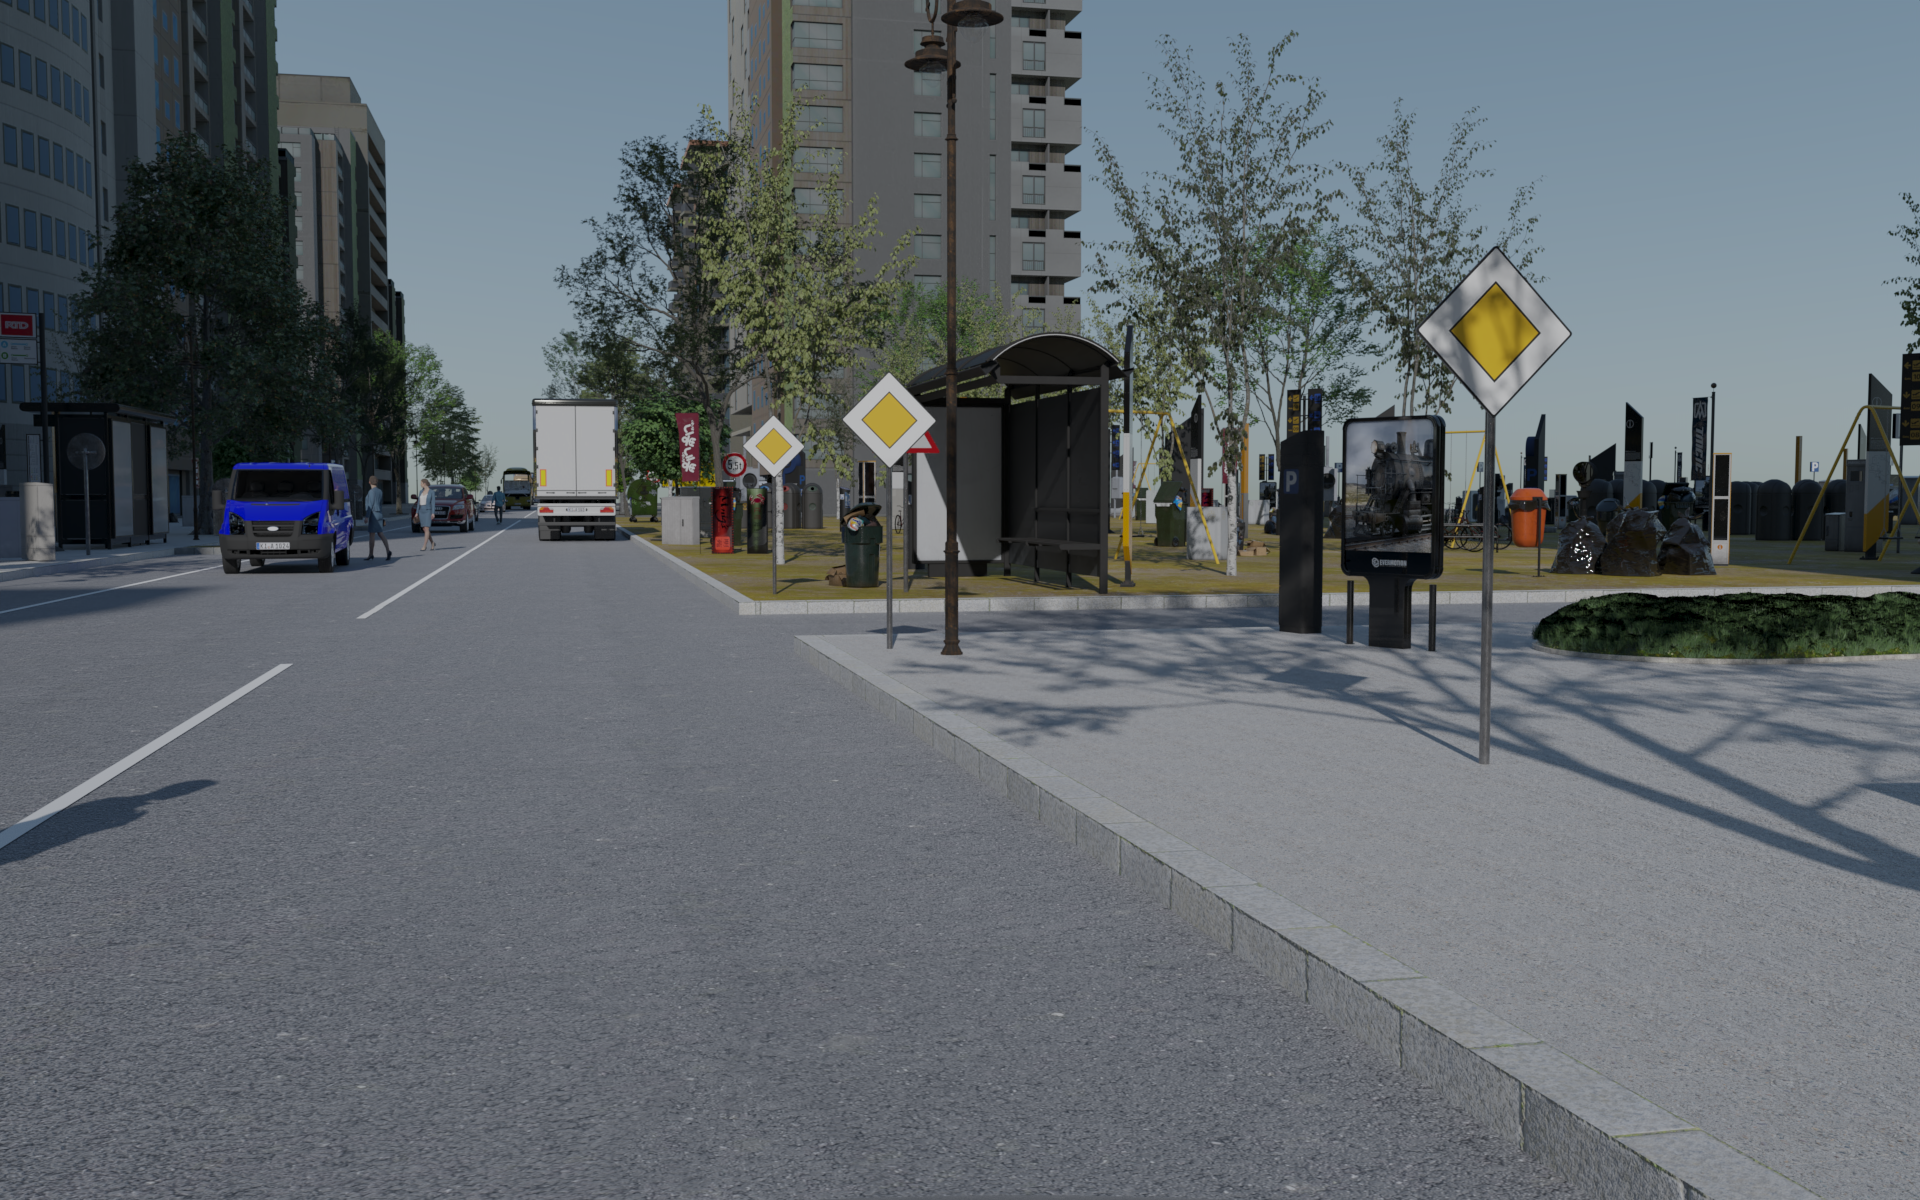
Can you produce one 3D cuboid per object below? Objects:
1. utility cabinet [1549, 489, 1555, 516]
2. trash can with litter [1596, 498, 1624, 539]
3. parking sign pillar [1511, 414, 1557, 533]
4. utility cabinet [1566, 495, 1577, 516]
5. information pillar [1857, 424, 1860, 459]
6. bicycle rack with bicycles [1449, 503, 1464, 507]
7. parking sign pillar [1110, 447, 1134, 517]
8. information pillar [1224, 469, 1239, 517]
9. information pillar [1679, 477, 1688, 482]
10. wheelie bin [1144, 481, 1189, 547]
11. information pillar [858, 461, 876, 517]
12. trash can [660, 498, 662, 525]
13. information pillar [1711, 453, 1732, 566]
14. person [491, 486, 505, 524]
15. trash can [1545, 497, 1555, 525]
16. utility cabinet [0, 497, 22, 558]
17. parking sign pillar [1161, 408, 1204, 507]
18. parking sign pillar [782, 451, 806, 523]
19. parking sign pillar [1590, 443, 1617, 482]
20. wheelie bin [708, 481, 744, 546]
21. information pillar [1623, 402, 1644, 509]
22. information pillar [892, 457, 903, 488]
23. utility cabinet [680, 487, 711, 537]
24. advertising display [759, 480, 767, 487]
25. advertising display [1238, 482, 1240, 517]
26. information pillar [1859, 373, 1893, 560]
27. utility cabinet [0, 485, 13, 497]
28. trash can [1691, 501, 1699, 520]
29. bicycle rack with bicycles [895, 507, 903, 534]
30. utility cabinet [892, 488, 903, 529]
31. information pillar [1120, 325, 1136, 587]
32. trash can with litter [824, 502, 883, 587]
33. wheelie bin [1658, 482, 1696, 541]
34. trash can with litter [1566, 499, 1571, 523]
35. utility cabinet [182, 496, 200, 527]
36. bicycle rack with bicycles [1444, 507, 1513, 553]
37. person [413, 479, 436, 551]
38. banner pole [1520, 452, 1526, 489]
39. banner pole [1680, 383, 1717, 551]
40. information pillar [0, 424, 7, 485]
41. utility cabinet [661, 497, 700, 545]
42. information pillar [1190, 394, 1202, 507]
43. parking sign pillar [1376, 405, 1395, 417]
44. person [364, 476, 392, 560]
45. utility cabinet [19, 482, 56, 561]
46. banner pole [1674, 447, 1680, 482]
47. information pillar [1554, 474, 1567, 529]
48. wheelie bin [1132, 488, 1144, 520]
[{"bbox_3d":[27.878,-4.432,81.150,0.318,1.500,1.173,0,4,7],"label":"utility cabinet"},{"bbox_3d":[16.167,-1.954,43.330,0.624,1.170,1.055,3,5,41],"label":"trash can with litter"},{"bbox_3d":[19.210,-4.244,57.854,1.447,3.967,1.447,2,4,27],"label":"parking sign pillar"},{"bbox_3d":[33.978,-5.249,96.988,1.020,1.237,0.306,0,4,5],"label":"utility cabinet"},{"bbox_3d":[30.108,-4.070,57.896,0.504,3.616,0.183,-3,5,-40],"label":"information pillar"},{"bbox_3d":[21.719,-3.706,73.969,2.852,0.926,2.925,2,4,35],"label":"bicycle rack with bicycles"},{"bbox_3d":[9.302,-6.784,99.383,1.447,3.967,1.447,0,4,3],"label":"parking sign pillar"},{"bbox_3d":[8.015,-2.855,51.179,0.304,2.012,0.304,-3,5,-42],"label":"information pillar"},{"bbox_3d":[31.285,-4.309,74.951,0.304,2.012,0.304,3,4,36],"label":"information pillar"},{"bbox_3d":[5.152,-2.103,42.298,0.693,1.594,0.980,-3,5,-41],"label":"wheelie bin"},{"bbox_3d":[-2.057,-2.068,38.311,0.304,2.012,0.304,-2,4,-27],"label":"information pillar"},{"bbox_3d":[-11.594,-3.504,68.951,0.748,1.137,0.748,0,3,0],"label":"trash can"},{"bbox_3d":[13.603,-1.619,30.958,0.304,2.012,0.304,1,4,23],"label":"information pillar"},{"bbox_3d":[-21.795,-4.483,81.808,0.660,1.820,0.620,-3,4,-37],"label":"person"},{"bbox_3d":[25.335,-3.859,74.742,0.748,1.137,0.748,0,3,0],"label":"trash can"},{"bbox_3d":[-19.305,-1.435,34.624,0.306,1.237,1.020,2,4,34],"label":"utility cabinet"},{"bbox_3d":[6.960,-4.023,54.251,1.447,3.967,1.447,-1,4,-20],"label":"parking sign pillar"},{"bbox_3d":[-7.530,-5.470,77.899,1.447,3.967,1.447,3,5,42],"label":"parking sign pillar"},{"bbox_3d":[34.083,-6.322,91.831,1.447,3.967,1.447,2,4,30],"label":"parking sign pillar"},{"bbox_3d":[-5.782,-2.137,42.852,0.980,1.594,0.693,3,5,39],"label":"wheelie bin"},{"bbox_3d":[17.074,-3.217,43.955,0.183,3.616,0.504,-3,4,-37],"label":"information pillar"},{"bbox_3d":[-2.340,-4.555,65.822,0.504,3.616,0.183,-1,4,-10],"label":"information pillar"},{"bbox_3d":[-7.588,-2.575,50.773,1.173,1.500,0.318,-1,4,-13],"label":"utility cabinet"},{"bbox_3d":[-9.322,-4.653,81.293,0.974,1.923,0.123,3,5,40],"label":"advertising display"},{"bbox_3d":[15.155,-5.523,95.521,0.123,1.923,0.974,3,4,37],"label":"advertising display"},{"bbox_3d":[17.838,-2.589,33.681,0.504,3.616,0.183,-1,4,-9],"label":"information pillar"},{"bbox_3d":[-22.668,-1.950,40.564,0.318,1.500,1.173,0,4,3],"label":"utility cabinet"},{"bbox_3d":[35.990,-4.495,85.151,0.748,1.137,0.748,0,3,0],"label":"trash can"},{"bbox_3d":[-0.683,-2.531,54.767,2.852,0.926,2.925,-1,4,-14],"label":"bicycle rack with bicycles"},{"bbox_3d":[-2.095,-3.302,62.667,1.173,1.500,0.318,-3,5,-42],"label":"utility cabinet"},{"bbox_3d":[2.313,-1.987,23.836,0.183,3.616,0.504,1,4,11],"label":"information pillar"},{"bbox_3d":[-1.527,-0.770,23.977,0.624,1.170,1.055,-3,4,-37],"label":"trash can with litter"},{"bbox_3d":[19.296,-2.363,46.543,0.980,1.594,0.693,0,4,-4],"label":"wheelie bin"},{"bbox_3d":[27.418,-4.070,77.928,0.624,1.170,1.055,-1,4,-21],"label":"trash can with litter"},{"bbox_3d":[-30.290,-3.518,68.678,1.020,1.237,0.306,-2,4,-23],"label":"utility cabinet"},{"bbox_3d":[10.985,-1.570,39.051,2.925,0.926,2.852,1,4,16],"label":"bicycle rack with bicycles"},{"bbox_3d":[-13.434,-2.153,43.718,0.581,1.822,0.654,2,4,34],"label":"person"},{"bbox_3d":[33.554,-6.910,103.000,0.401,3.779,0.863,-3,5,-39],"label":"banner pole"},{"bbox_3d":[16.861,-3.011,39.249,0.401,3.779,0.863,-1,4,-20],"label":"banner pole"},{"bbox_3d":[-32.234,-4.095,58.311,0.504,3.616,0.183,3,4,38],"label":"information pillar"},{"bbox_3d":[-7.132,-2.019,44.165,1.020,1.237,0.306,2,4,30],"label":"utility cabinet"},{"bbox_3d":[5.569,-3.029,40.877,0.183,3.616,0.504,-1,4,-14],"label":"information pillar"},{"bbox_3d":[12.438,-3.910,52.393,1.447,3.967,1.447,0,4,6],"label":"parking sign pillar"},{"bbox_3d":[-12.577,-1.762,37.329,0.654,1.822,0.581,2,4,27],"label":"person"},{"bbox_3d":[-17.724,-1.505,33.285,0.318,1.500,1.173,-3,5,-42],"label":"utility cabinet"},{"bbox_3d":[37.765,-6.187,91.181,0.401,3.779,0.863,-1,4,-10],"label":"banner pole"},{"bbox_3d":[21.848,-3.578,62.991,0.304,2.012,0.304,-1,4,-10],"label":"information pillar"},{"bbox_3d":[8.811,-4.674,84.332,0.980,1.594,0.693,0,4,-6],"label":"wheelie bin"}]
